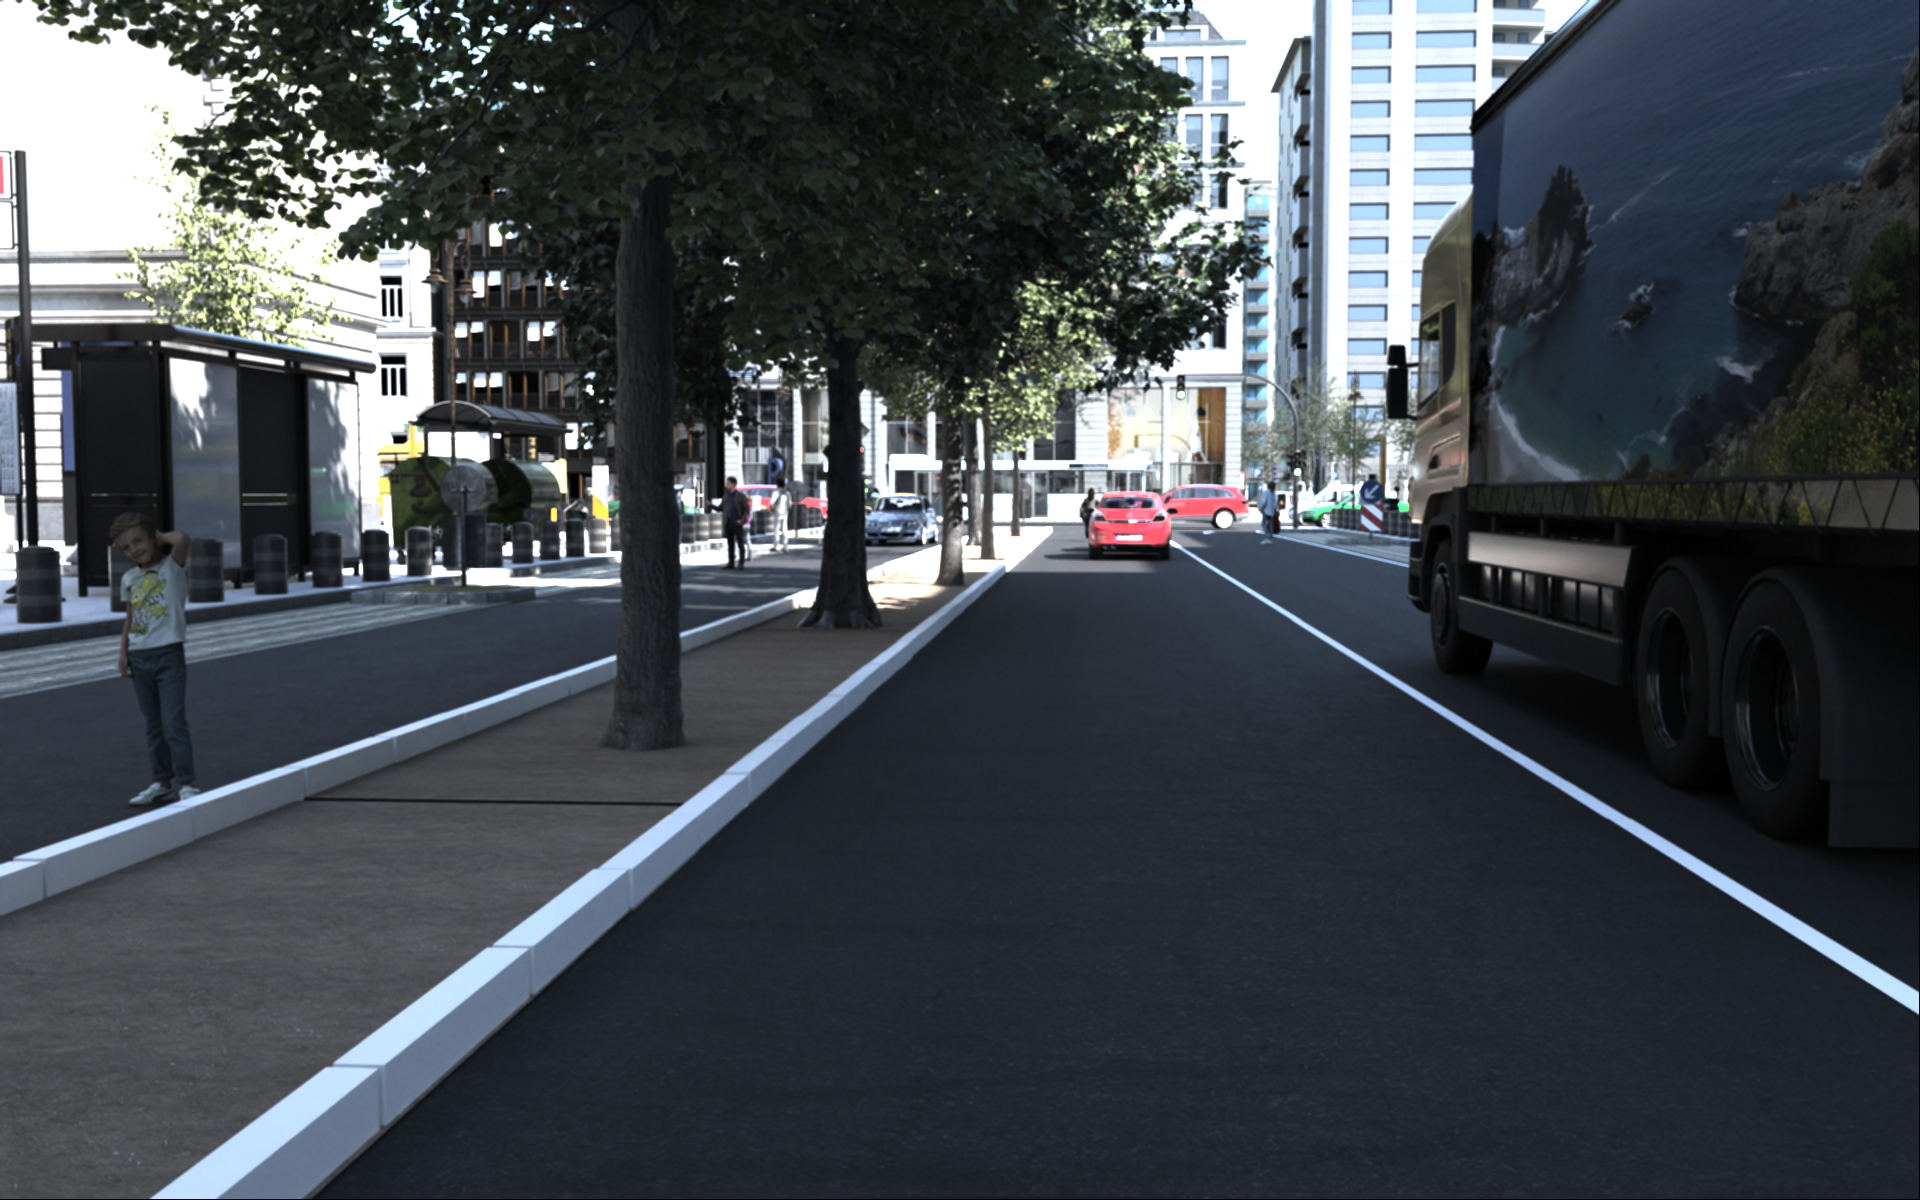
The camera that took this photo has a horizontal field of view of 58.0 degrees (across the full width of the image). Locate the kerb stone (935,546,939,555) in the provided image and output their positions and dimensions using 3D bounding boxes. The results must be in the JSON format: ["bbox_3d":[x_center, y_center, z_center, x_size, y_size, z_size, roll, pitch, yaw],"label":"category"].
[{"bbox_3d":[-0.650,-1.111,40.380,0.120,0.150,1.000,0,4,4],"label":"kerb stone"}]

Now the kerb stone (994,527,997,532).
[{"bbox_3d":[1.321,-2.679,66.005,0.120,0.150,1.000,0,4,4],"label":"kerb stone"}]

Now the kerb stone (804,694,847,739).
[{"bbox_3d":[-0.833,0.719,10.543,0.120,0.150,1.000,0,4,4],"label":"kerb stone"}]

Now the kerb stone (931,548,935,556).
[{"bbox_3d":[-0.733,-1.050,39.359,0.120,0.150,1.000,0,4,4],"label":"kerb stone"}]

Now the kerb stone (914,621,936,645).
[{"bbox_3d":[-0.363,0.336,16.694,0.120,0.150,1.000,0,4,4],"label":"kerb stone"}]

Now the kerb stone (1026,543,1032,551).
[{"bbox_3d":[1.609,-1.231,42.316,0.120,0.150,1.000,0,4,4],"label":"kerb stone"}]

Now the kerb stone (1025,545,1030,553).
[{"bbox_3d":[1.524,-1.168,41.295,0.120,0.150,1.000,0,4,4],"label":"kerb stone"}]

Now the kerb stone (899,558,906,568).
[{"bbox_3d":[-1.205,-0.674,33.218,0.120,0.150,1.000,0,4,4],"label":"kerb stone"}]

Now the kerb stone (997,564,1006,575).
[{"bbox_3d":[0.662,-0.479,30.035,0.120,0.150,1.000,0,4,4],"label":"kerb stone"}]

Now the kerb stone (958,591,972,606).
[{"bbox_3d":[0.025,0.024,21.823,0.120,0.150,1.000,0,4,4],"label":"kerb stone"}]

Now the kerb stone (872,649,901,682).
[{"bbox_3d":[-0.596,0.525,13.619,0.120,0.150,1.000,0,4,4],"label":"kerb stone"}]

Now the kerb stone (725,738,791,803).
[{"bbox_3d":[-0.990,0.838,8.500,0.120,0.150,1.000,0,4,4],"label":"kerb stone"}]

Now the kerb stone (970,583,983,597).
[{"bbox_3d":[0.191,-0.102,23.866,0.120,0.150,1.000,0,4,4],"label":"kerb stone"}]

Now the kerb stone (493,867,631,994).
[{"bbox_3d":[-1.232,1.026,5.425,0.120,0.150,1.000,0,4,4],"label":"kerb stone"}]

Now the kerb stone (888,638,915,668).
[{"bbox_3d":[-0.516,0.463,14.640,0.120,0.150,1.000,0,4,4],"label":"kerb stone"}]

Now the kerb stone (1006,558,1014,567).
[{"bbox_3d":[0.892,-0.667,33.110,0.120,0.150,1.000,0,4,4],"label":"kerb stone"}]

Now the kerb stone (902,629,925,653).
[{"bbox_3d":[-0.448,0.400,15.663,0.120,0.150,1.000,0,4,4],"label":"kerb stone"}]

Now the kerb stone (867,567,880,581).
[{"bbox_3d":[-1.516,-0.411,29.120,0.120,0.150,1.000,0,4,4],"label":"kerb stone"}]

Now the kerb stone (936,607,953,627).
[{"bbox_3d":[-0.204,0.211,18.748,0.120,0.150,1.000,0,4,4],"label":"kerb stone"}]

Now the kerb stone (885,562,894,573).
[{"bbox_3d":[-1.354,-0.548,31.163,0.120,0.150,1.000,0,4,4],"label":"kerb stone"}]

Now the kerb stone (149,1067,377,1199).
[{"bbox_3d":[-1.397,1.151,3.379,0.120,0.150,1.000,0,4,4],"label":"kerb stone"}]

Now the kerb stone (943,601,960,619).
[{"bbox_3d":[-0.128,0.148,19.780,0.120,0.150,1.000,0,4,4],"label":"kerb stone"}]

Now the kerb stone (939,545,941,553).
[{"bbox_3d":[-0.563,-1.174,41.403,0.120,0.150,1.000,0,4,4],"label":"kerb stone"}]

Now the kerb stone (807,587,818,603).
[{"bbox_3d":[-1.986,-0.047,22.971,0.120,0.150,1.000,0,4,4],"label":"kerb stone"}]

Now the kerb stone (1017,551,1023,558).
[{"bbox_3d":[1.212,-0.917,37.205,0.120,0.150,1.000,0,4,4],"label":"kerb stone"}]

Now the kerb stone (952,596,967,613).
[{"bbox_3d":[-0.041,0.089,20.801,0.120,0.150,1.000,0,4,4],"label":"kerb stone"}]

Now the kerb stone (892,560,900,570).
[{"bbox_3d":[-1.286,-0.612,32.197,0.120,0.150,1.000,0,4,4],"label":"kerb stone"}]

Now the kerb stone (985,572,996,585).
[{"bbox_3d":[0.431,-0.291,26.948,0.120,0.150,1.000,0,4,4],"label":"kerb stone"}]

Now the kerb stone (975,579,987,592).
[{"bbox_3d":[0.258,-0.165,24.900,0.120,0.150,1.000,0,4,4],"label":"kerb stone"}]

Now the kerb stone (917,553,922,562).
[{"bbox_3d":[-0.966,-0.854,36.285,0.120,0.150,1.000,0,4,4],"label":"kerb stone"}]

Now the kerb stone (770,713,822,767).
[{"bbox_3d":[-0.912,0.775,9.521,0.120,0.150,1.000,0,4,4],"label":"kerb stone"}]

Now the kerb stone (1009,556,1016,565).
[{"bbox_3d":[0.977,-0.730,34.134,0.120,0.150,1.000,0,4,4],"label":"kerb stone"}]

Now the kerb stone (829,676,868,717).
[{"bbox_3d":[-0.753,0.650,11.564,0.120,0.150,1.000,0,4,4],"label":"kerb stone"}]

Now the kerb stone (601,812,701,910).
[{"bbox_3d":[-1.146,0.967,6.456,0.120,0.150,1.000,0,4,4],"label":"kerb stone"}]

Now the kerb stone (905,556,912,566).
[{"bbox_3d":[-1.109,-0.737,34.241,0.120,0.150,1.000,0,4,4],"label":"kerb stone"}]

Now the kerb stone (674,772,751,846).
[{"bbox_3d":[-1.070,0.908,7.478,0.120,0.150,1.000,0,4,4],"label":"kerb stone"}]

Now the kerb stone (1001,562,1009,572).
[{"bbox_3d":[0.740,-0.541,31.060,0.120,0.150,1.000,0,4,4],"label":"kerb stone"}]

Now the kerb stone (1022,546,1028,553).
[{"bbox_3d":[1.447,-1.106,40.273,0.120,0.150,1.000,0,4,4],"label":"kerb stone"}]

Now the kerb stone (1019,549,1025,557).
[{"bbox_3d":[1.296,-0.981,38.230,0.120,0.150,1.000,0,4,4],"label":"kerb stone"}]

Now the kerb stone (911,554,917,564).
[{"bbox_3d":[-1.037,-0.798,35.263,0.120,0.150,1.000,0,4,4],"label":"kerb stone"}]

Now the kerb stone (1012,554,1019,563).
[{"bbox_3d":[1.057,-0.792,35.155,0.120,0.150,1.000,0,4,4],"label":"kerb stone"}]

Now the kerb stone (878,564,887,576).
[{"bbox_3d":[-1.434,-0.486,30.141,0.120,0.150,1.000,0,4,4],"label":"kerb stone"}]

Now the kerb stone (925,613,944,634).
[{"bbox_3d":[-0.288,0.274,17.724,0.120,0.150,1.000,0,4,4],"label":"kerb stone"}]

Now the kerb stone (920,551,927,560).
[{"bbox_3d":[-0.880,-0.924,37.305,0.120,0.150,1.000,0,4,4],"label":"kerb stone"}]

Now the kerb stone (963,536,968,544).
[{"bbox_3d":[0.218,-1.802,51.665,0.120,0.150,1.000,0,4,4],"label":"kerb stone"}]

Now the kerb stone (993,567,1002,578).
[{"bbox_3d":[0.580,-0.414,29.010,0.120,0.150,1.000,0,4,4],"label":"kerb stone"}]

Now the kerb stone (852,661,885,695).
[{"bbox_3d":[-0.680,0.587,12.590,0.120,0.150,1.000,0,4,4],"label":"kerb stone"}]

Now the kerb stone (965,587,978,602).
[{"bbox_3d":[0.113,-0.040,22.844,0.120,0.150,1.000,0,4,4],"label":"kerb stone"}]

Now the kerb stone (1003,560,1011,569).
[{"bbox_3d":[0.819,-0.605,32.081,0.120,0.150,1.000,0,4,4],"label":"kerb stone"}]

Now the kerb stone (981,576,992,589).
[{"bbox_3d":[0.348,-0.228,25.920,0.120,0.150,1.000,0,4,4],"label":"kerb stone"}]

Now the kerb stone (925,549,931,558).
[{"bbox_3d":[-0.803,-0.987,38.328,0.120,0.150,1.000,0,4,4],"label":"kerb stone"}]

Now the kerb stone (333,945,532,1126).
[{"bbox_3d":[-1.315,1.088,4.400,0.120,0.150,1.000,0,4,4],"label":"kerb stone"}]

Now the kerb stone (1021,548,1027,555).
[{"bbox_3d":[1.376,-1.038,39.252,0.120,0.150,1.000,0,4,4],"label":"kerb stone"}]

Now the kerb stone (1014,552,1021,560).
[{"bbox_3d":[1.137,-0.855,36.177,0.120,0.150,1.000,0,4,4],"label":"kerb stone"}]

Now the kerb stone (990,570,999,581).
[{"bbox_3d":[0.506,-0.353,27.981,0.120,0.150,1.000,0,4,4],"label":"kerb stone"}]
